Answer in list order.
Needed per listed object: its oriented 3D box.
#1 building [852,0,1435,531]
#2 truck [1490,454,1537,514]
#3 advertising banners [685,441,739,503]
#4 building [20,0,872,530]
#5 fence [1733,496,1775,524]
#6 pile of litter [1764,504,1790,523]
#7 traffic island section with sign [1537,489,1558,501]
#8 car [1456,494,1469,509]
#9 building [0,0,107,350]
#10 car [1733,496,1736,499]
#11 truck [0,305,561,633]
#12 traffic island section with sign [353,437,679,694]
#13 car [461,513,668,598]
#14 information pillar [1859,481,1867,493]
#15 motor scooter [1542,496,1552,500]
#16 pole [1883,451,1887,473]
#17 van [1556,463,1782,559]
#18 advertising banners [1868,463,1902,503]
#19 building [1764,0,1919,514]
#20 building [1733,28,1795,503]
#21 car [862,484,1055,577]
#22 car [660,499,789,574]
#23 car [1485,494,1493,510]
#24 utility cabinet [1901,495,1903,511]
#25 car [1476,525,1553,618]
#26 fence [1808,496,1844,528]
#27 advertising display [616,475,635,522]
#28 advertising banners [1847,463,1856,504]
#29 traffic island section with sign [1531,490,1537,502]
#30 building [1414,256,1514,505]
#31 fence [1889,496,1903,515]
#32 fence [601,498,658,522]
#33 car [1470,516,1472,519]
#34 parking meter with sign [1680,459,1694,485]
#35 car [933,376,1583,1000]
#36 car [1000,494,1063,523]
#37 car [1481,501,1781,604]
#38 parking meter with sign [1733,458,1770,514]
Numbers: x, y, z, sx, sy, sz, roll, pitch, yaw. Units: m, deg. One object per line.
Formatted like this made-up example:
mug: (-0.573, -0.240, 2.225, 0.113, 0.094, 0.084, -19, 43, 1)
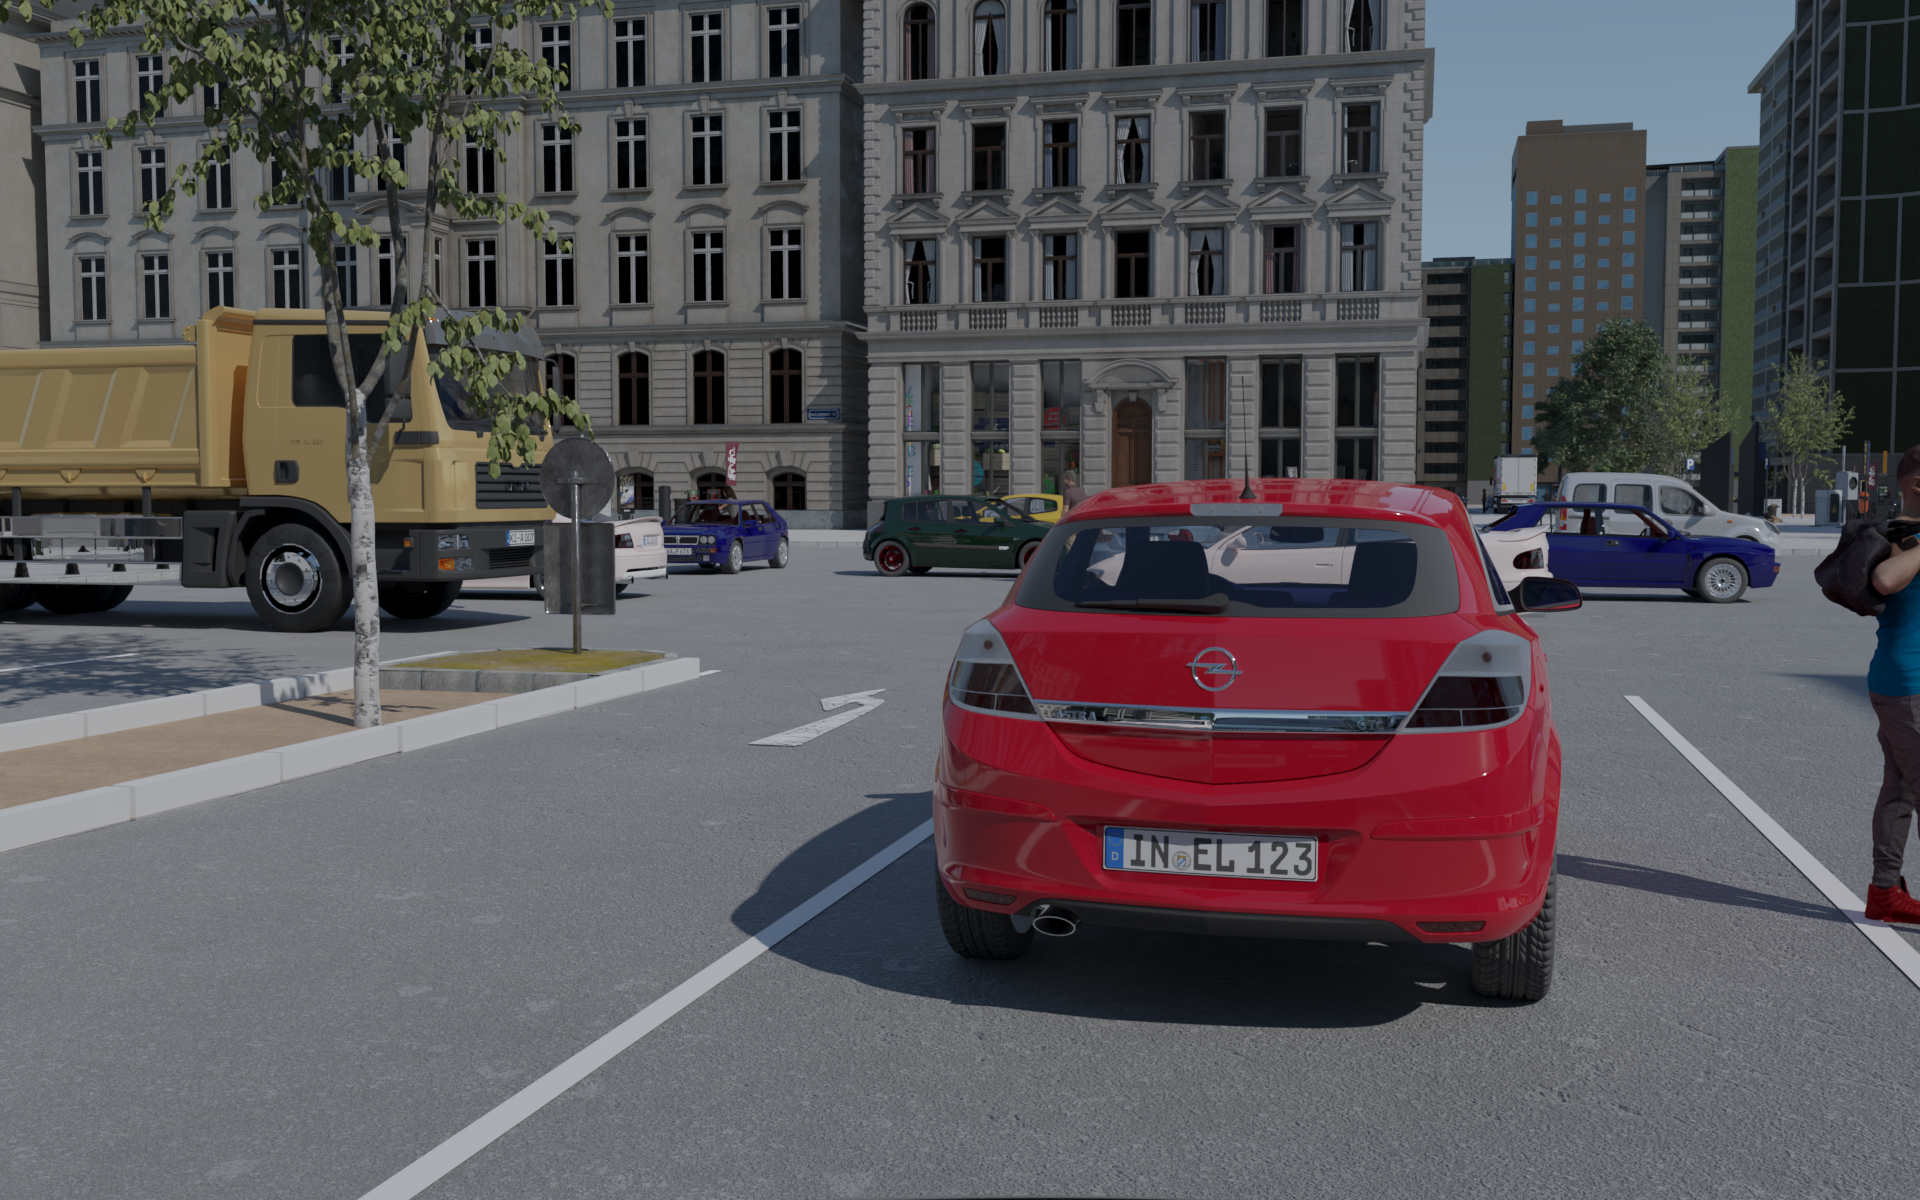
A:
building: (6.921, -14.255, 61.943, 19.941, 23.489, 11.050, 1, 4, 15)
truck: (40.530, -8.441, 126.924, 2.839, 4.237, 11.283, 1, 4, 14)
advertising banners: (-8.181, -3.738, 57.296, 2.074, 3.025, 0.090, -3, 4, -38)
building: (-19.225, -15.370, 70.391, 34.723, 24.649, 14.460, 1, 4, 15)
fence: (34.297, -3.936, 75.565, 2.264, 1.192, 0.480, 1, 4, 13)
pile of litter: (36.826, -3.964, 78.782, 1.176, 0.858, 1.719, -1, 4, -17)
traffic island section with sign: (44.086, -7.319, 128.298, 1.989, 1.847, 2.006, 1, 4, 15)
car: (39.356, -7.808, 137.453, 2.009, 1.686, 4.222, 1, 4, 16)
building: (-50.339, -15.057, 79.468, 30.059, 22.955, 16.112, 1, 4, 15)
car: (81.053, -10.583, 183.257, 2.015, 1.641, 3.980, 1, 4, 14)
truck: (-8.614, -1.439, 19.449, 9.791, 3.379, 3.469, 1, 4, 15)
traffic island section with sign: (-3.230, -0.318, 13.337, 2.006, 1.907, 1.989, 1, 4, 15)
car: (-6.490, -0.724, 24.196, 4.827, 1.381, 2.083, 1, 4, 13)
information pillar: (48.918, -5.466, 93.854, 0.304, 2.012, 0.304, 1, 4, 16)
motor scooter: (46.159, -7.549, 136.205, 0.815, 1.314, 1.986, 1, 4, 13)
pole: (43.776, -5.394, 82.031, 0.158, 3.312, 0.155, 0, 3, 0)
van: (13.543, -1.607, 33.283, 4.112, 2.044, 2.013, 1, 4, 16)
advertising banners: (51.622, -6.134, 96.480, 2.074, 3.025, 0.090, 3, 4, 36)
building: (64.539, -41.165, 111.306, 20.563, 71.187, 20.611, 1, 4, 15)
building: (75.459, -26.971, 132.855, 32.217, 40.220, 23.993, 1, 4, 15)
car: (0.363, -1.253, 30.271, 4.222, 1.686, 2.009, 1, 4, 17)
car: (-4.520, -1.203, 32.252, 1.945, 1.354, 3.894, 1, 4, 14)
car: (47.560, -8.679, 153.900, 2.014, 1.417, 4.499, 1, 4, 15)
utility cabinet: (44.285, -4.388, 80.416, 1.173, 1.500, 0.318, -1, 4, -20)
car: (3.588, -0.340, 17.920, 4.827, 1.381, 2.083, 1, 4, 14)
fence: (33.663, -3.418, 67.087, 0.480, 1.192, 2.264, 0, 3, 0)
advertising display: (-11.490, -3.323, 59.544, 0.123, 1.923, 0.974, 1, 4, 20)
advertising banners: (49.337, -6.104, 95.993, 0.090, 3.025, 2.074, 1, 4, 13)
traffic island section with sign: (50.985, -8.913, 154.359, 1.989, 1.847, 2.006, 1, 4, 15)
building: (60.629, -27.059, 214.117, 14.107, 30.474, 14.160, 1, 4, 15)
fence: (38.263, -3.567, 69.516, 2.264, 1.192, 0.480, 0, 4, -7)
fence: (-10.941, -2.832, 57.513, 2.264, 1.192, 0.480, 0, 4, 0)
car: (7.365, -1.261, 32.617, 4.499, 1.417, 2.014, 1, 4, 14)
parking meter with sign: (35.499, -5.485, 85.947, 0.543, 3.016, 1.738, -2, 4, -26)
car: (1.245, 0.152, 6.553, 2.155, 1.783, 4.494, 1, 4, 16)
car: (1.360, -2.018, 43.222, 3.980, 1.641, 2.015, 1, 4, 17)
car: (8.995, -0.678, 23.674, 3.894, 1.354, 1.945, 1, 4, 13)
parking meter with sign: (38.043, -5.339, 83.552, 1.738, 3.016, 0.543, 0, 4, 6)
